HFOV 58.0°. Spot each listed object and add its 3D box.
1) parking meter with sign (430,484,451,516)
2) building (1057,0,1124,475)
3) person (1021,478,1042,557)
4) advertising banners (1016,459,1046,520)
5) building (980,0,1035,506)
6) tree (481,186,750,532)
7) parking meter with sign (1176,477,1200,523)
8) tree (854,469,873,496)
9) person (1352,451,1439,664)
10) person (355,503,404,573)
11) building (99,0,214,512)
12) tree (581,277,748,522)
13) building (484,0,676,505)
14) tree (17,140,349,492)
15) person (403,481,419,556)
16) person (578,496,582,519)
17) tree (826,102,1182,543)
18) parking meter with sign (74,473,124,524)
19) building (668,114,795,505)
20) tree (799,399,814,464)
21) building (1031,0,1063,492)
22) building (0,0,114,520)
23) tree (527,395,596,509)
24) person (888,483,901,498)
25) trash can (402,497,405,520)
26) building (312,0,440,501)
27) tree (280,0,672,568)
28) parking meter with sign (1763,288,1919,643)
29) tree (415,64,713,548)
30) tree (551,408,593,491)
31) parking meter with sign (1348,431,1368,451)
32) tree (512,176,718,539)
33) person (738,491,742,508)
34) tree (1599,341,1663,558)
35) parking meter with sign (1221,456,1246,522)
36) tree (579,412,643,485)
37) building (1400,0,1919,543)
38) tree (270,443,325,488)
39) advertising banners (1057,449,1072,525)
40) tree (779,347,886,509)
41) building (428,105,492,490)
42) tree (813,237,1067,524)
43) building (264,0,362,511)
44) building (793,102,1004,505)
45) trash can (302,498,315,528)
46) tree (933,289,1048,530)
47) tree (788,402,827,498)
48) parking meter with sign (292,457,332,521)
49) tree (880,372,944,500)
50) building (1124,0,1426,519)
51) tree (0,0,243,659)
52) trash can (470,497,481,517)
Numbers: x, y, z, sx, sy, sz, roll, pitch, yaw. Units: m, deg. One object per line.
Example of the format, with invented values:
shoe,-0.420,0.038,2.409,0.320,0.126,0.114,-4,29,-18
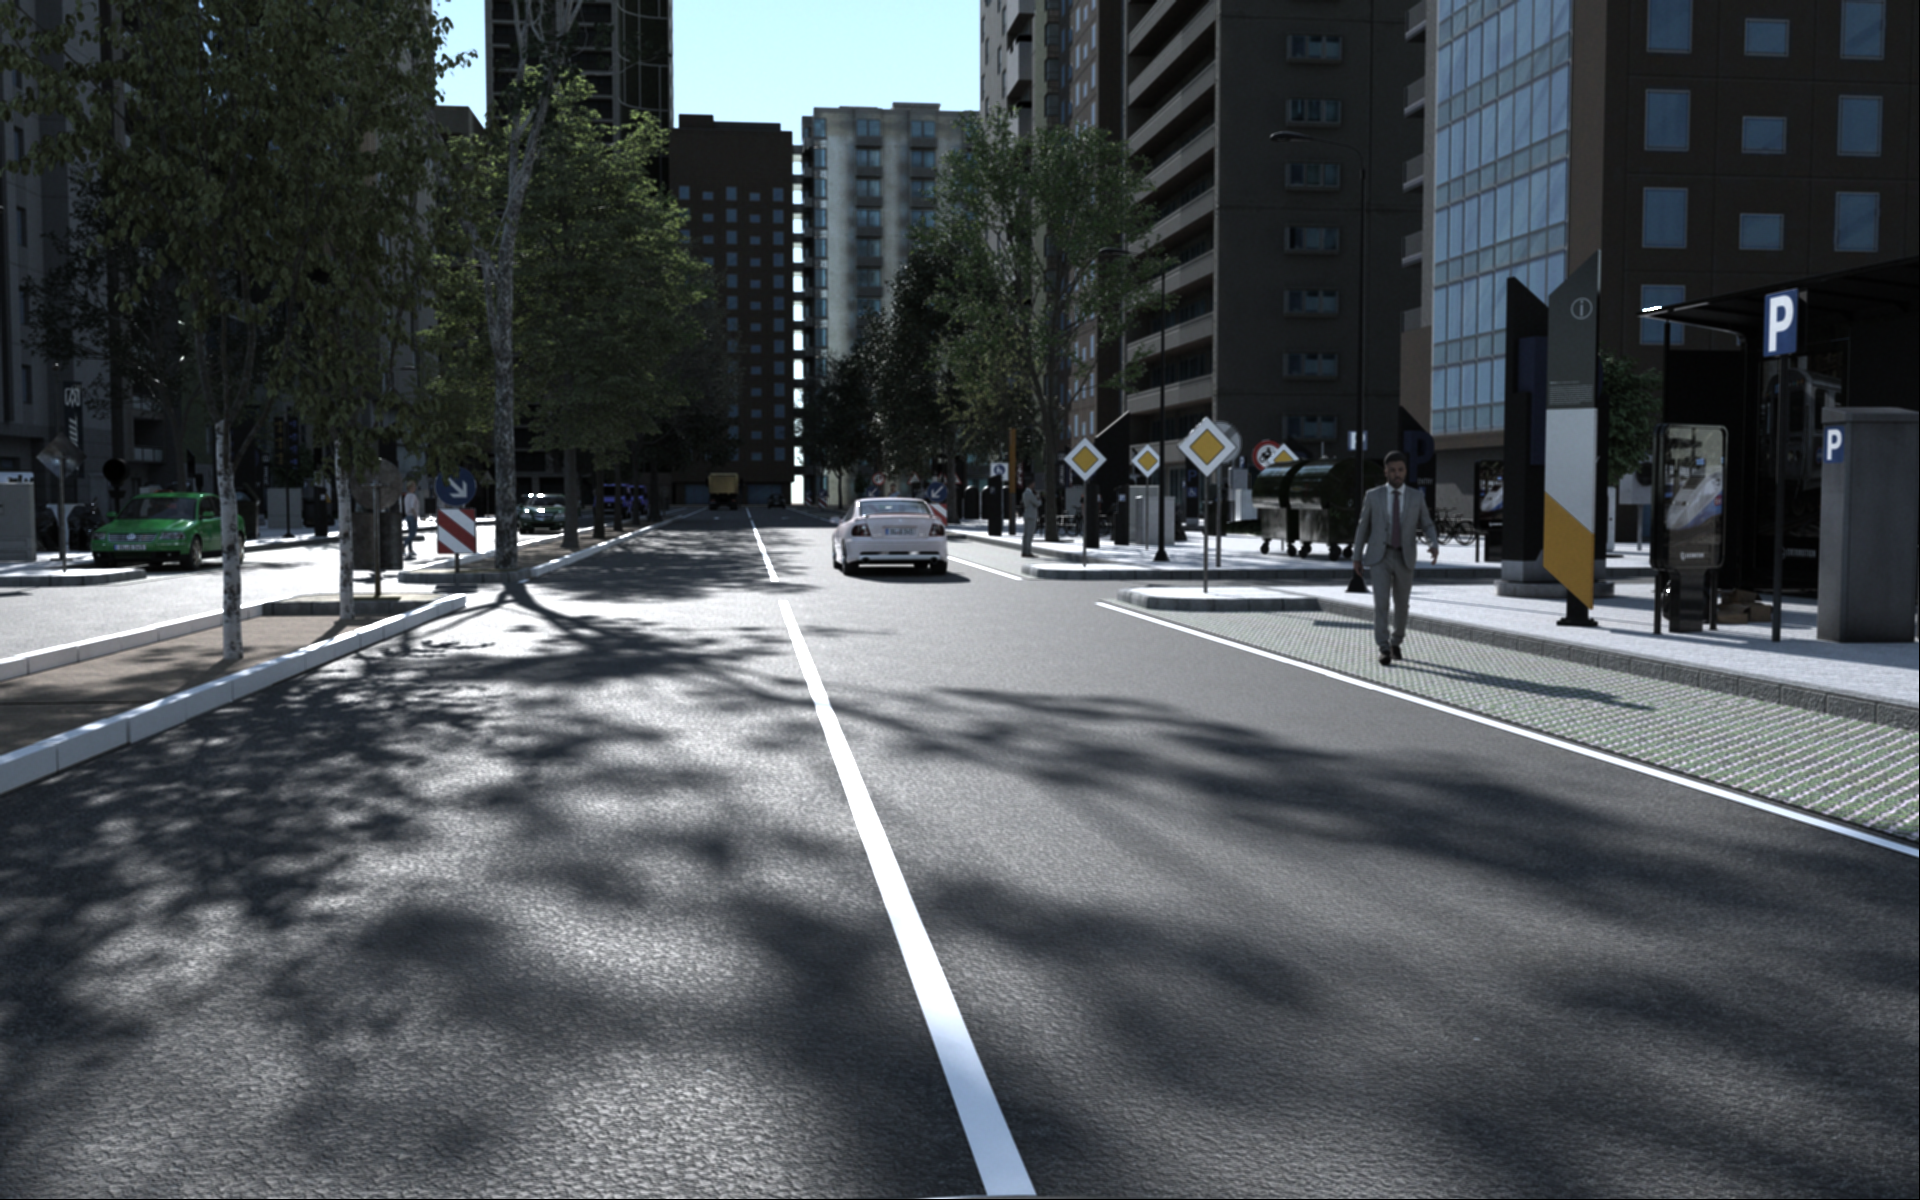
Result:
parking meter with sign,-30.650,-6.432,101.419,1.738,3.016,0.543,-3,5,-40
building,14.859,-28.702,119.387,14.600,45.320,14.200,0,4,-7
person,1.637,-1.860,39.097,0.466,1.800,0.511,-2,4,-29
advertising banners,3.569,-5.478,85.755,2.074,3.025,0.090,-2,4,-33
building,16.788,-34.661,155.949,28.713,52.752,27.495,0,4,-7
tree,-13.128,-9.381,66.201,12.009,13.543,11.850,0,3,0
parking meter with sign,10.247,-4.944,77.101,1.738,3.016,0.543,-1,4,-20
tree,-7.566,-8.310,130.463,1.663,3.219,1.824,0,3,0
person,3.678,-0.360,14.666,0.678,1.792,0.850,0,4,8
person,-10.373,-1.377,30.992,0.713,1.824,0.794,2,4,35
building,-46.826,-24.590,85.647,14.154,41.232,14.086,0,4,-7
tree,-15.761,-10.372,89.053,9.611,12.733,9.660,0,3,0
building,-44.933,-47.065,207.760,20.611,71.187,20.563,0,4,-7
tree,-19.880,-6.723,44.332,8.767,10.594,7.601,-1,4,-13
person,-12.738,-1.887,40.022,0.731,1.740,0.598,3,5,39
person,-22.052,-5.357,100.330,0.306,1.304,0.590,1,4,21
tree,2.365,-7.366,46.188,9.928,11.665,9.643,0,3,0
parking meter with sign,-30.763,-4.019,61.978,1.738,3.016,0.543,-1,4,-11
building,-27.323,-34.123,208.018,14.200,45.320,14.600,0,4,-7
tree,-5.361,-12.061,114.208,9.611,12.733,9.660,0,3,0
building,12.396,-27.513,133.430,14.154,41.232,14.086,0,4,-7
building,-44.330,-31.444,56.109,21.231,58.520,28.212,0,4,-7
tree,-32.613,-13.135,149.166,8.767,10.594,7.601,-2,4,-31
person,-2.350,-3.203,60.956,0.616,1.811,0.778,2,4,26
trash can,-28.235,-4.610,87.026,0.748,1.137,0.748,0,3,0
building,-59.938,-34.078,146.407,27.495,52.752,28.713,0,4,-7
tree,-10.012,-10.701,33.310,12.611,20.169,13.585,0,3,0
parking meter with sign,7.920,-1.147,15.015,1.738,3.016,0.543,0,4,-3
tree,-10.489,-7.671,46.011,7.486,12.596,7.792,0,3,0
tree,-30.673,-11.510,138.544,4.360,8.622,3.978,0,3,0
parking meter with sign,11.295,-3.190,48.412,0.543,3.016,1.738,2,4,26
tree,-11.500,-7.775,55.328,9.928,11.665,9.643,0,3,0
person,-23.030,-10.442,179.773,0.990,1.755,0.434,1,4,18
tree,12.939,-3.162,35.406,4.285,4.588,4.351,0,3,0
parking meter with sign,12.239,-5.095,79.562,1.738,3.016,0.543,-1,4,-18
tree,-35.957,-16.674,179.268,9.857,13.997,8.962,0,3,0
building,22.807,-24.562,51.694,14.200,45.320,14.600,0,4,-7
tree,-38.230,-7.072,99.348,4.285,4.588,4.351,0,3,0
advertising banners,4.088,-4.338,67.107,0.090,3.025,2.074,1,4,20
tree,-10.198,-14.366,145.248,12.009,13.543,11.850,0,3,0
building,-67.229,-35.617,206.031,21.600,48.544,21.300,0,4,-7
tree,-0.373,-9.649,74.775,9.611,12.733,9.660,0,3,0
building,-52.822,-48.981,113.507,22.319,86.520,31.000,0,4,-7
building,-5.672,-36.395,214.667,30.456,49.044,23.786,0,4,-7
trash can,-24.898,-3.356,66.518,0.748,1.137,0.748,0,3,0
tree,1.263,-6.790,61.373,4.360,8.622,3.978,0,3,0
tree,-14.360,-15.594,180.713,9.928,11.665,9.643,0,3,0
parking meter with sign,-30.806,-5.271,82.435,0.543,3.016,1.738,3,5,40
tree,-2.055,-8.402,87.738,4.737,8.622,4.395,0,3,0
building,21.590,-28.746,93.706,21.300,48.544,21.600,0,4,-7
tree,-6.227,-3.773,14.514,4.737,8.622,4.395,0,3,0
trash can,-26.788,-5.142,95.722,0.748,1.137,0.748,0,3,0
